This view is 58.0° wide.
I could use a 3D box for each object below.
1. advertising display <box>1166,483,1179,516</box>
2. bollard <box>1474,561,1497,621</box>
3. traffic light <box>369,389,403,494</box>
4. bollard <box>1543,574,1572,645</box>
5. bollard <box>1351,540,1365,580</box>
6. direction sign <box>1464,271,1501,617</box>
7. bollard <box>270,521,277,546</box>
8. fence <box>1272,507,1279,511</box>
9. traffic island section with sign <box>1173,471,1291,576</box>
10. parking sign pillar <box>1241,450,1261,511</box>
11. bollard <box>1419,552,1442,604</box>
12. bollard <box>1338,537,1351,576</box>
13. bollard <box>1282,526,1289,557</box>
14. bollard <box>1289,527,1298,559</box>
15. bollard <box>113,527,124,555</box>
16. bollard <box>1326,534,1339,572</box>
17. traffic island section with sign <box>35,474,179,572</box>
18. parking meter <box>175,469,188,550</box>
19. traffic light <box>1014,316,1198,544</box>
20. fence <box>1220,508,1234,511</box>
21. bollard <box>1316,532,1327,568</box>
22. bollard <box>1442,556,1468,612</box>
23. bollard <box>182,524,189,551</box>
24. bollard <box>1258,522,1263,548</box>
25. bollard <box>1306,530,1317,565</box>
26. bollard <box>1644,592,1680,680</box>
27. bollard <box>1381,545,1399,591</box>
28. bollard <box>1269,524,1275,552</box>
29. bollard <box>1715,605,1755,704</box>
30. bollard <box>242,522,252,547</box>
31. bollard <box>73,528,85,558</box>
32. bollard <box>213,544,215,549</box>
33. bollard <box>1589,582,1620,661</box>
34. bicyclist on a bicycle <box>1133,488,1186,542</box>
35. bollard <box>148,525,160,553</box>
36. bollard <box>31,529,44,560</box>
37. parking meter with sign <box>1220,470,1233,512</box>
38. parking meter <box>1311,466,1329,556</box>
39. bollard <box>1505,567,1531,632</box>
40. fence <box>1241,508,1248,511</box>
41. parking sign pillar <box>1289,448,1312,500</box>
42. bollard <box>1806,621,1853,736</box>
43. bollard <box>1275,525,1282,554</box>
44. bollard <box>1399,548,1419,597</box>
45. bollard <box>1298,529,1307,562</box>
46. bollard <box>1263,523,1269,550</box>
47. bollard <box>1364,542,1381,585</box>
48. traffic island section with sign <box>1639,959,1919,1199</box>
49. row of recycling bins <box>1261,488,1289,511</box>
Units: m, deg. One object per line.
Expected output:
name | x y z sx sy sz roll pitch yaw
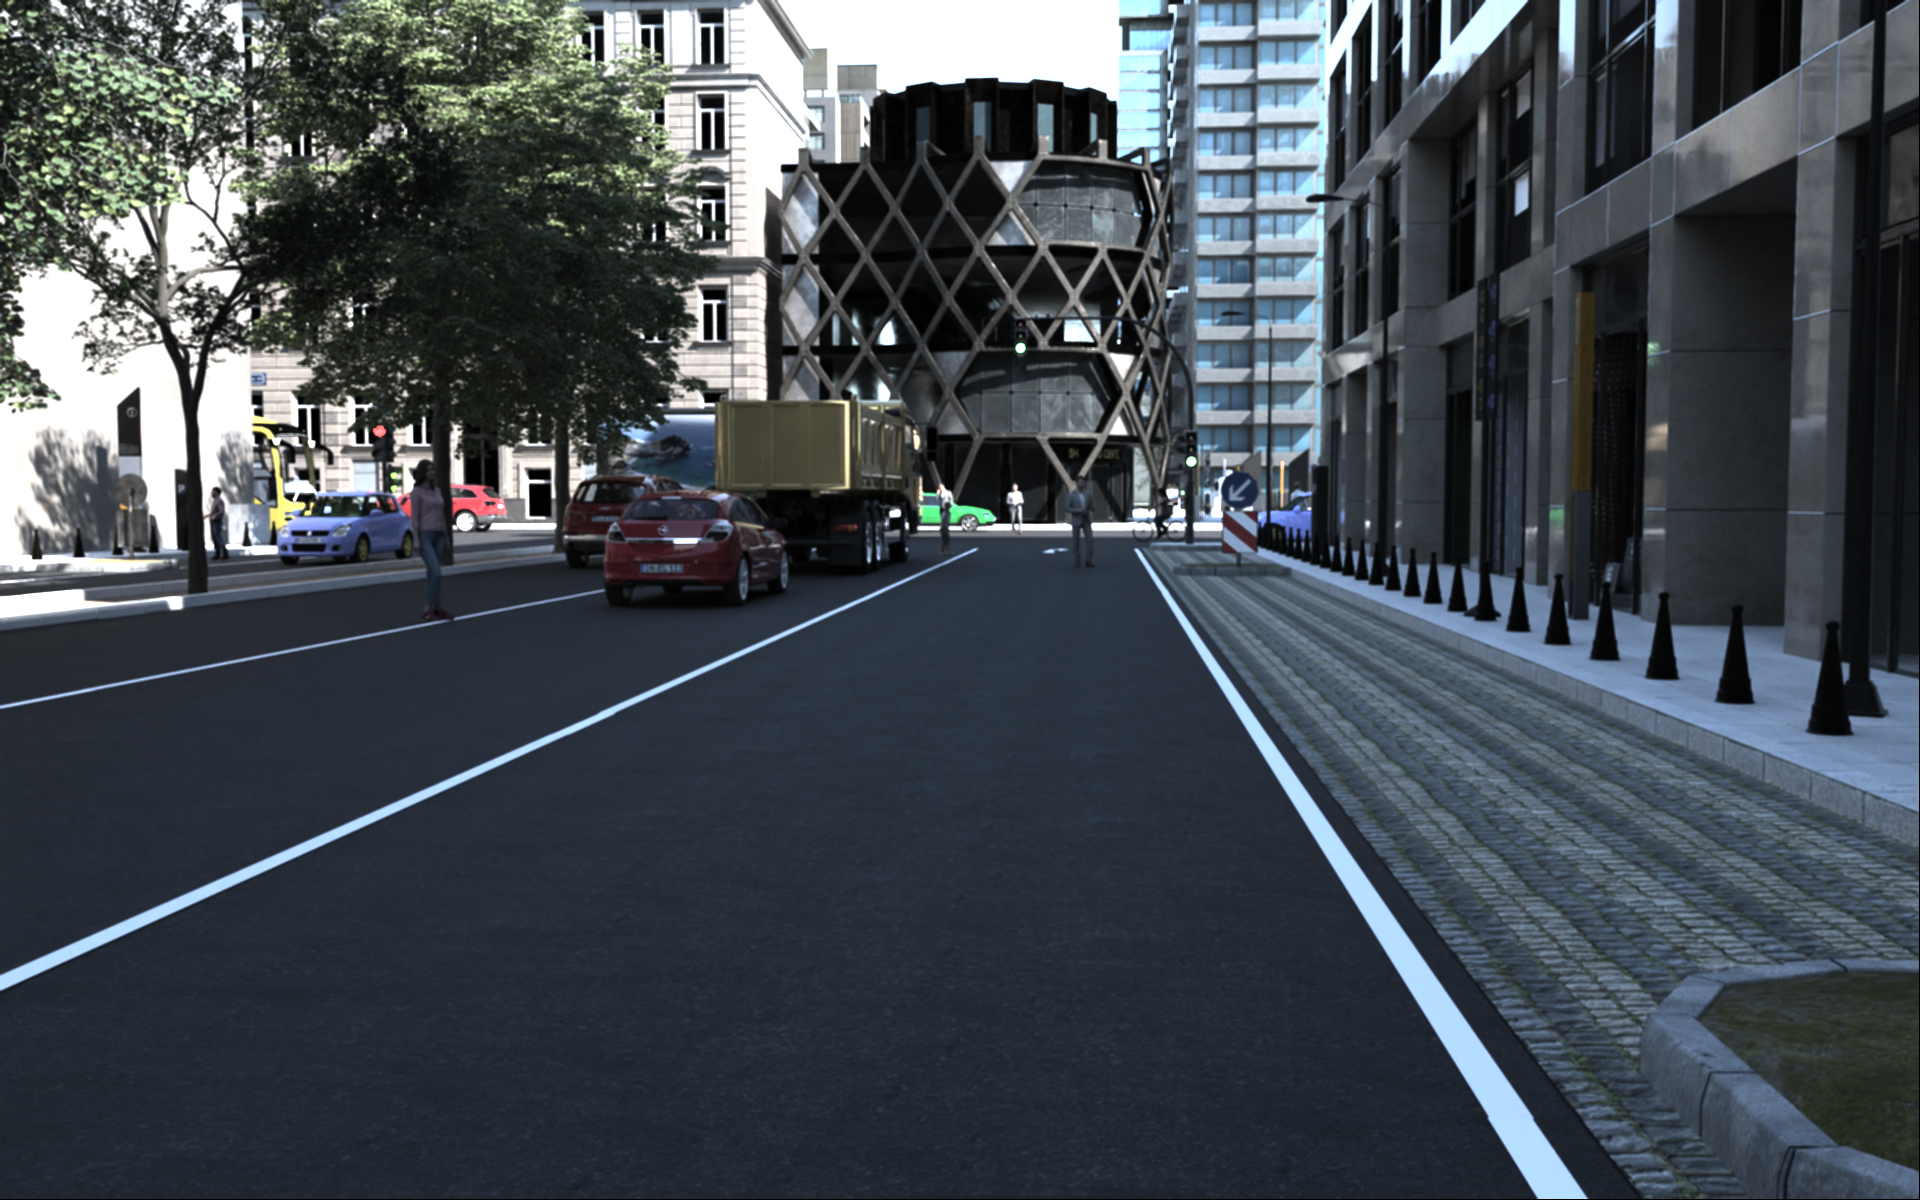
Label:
advertising display | 12.388 -5.921 102.017 0.974 1.923 0.123 0 4 2
bollard | 5.334 -0.093 17.569 0.229 0.601 0.229 0 3 0
traffic light | -15.275 -3.491 46.006 0.839 4.253 0.868 0 4 5
bollard | 5.112 0.076 14.801 0.229 0.601 0.229 0 3 0
bollard | 6.007 -0.601 25.862 0.229 0.601 0.229 0 3 0
direction sign | 5.489 -1.596 18.092 0.379 3.537 0.876 0 4 4
bollard | -17.143 -1.665 43.272 0.229 0.601 0.229 0 3 0
fence | 14.820 -4.017 81.060 0.278 0.683 2.069 -1 4 -20
traffic island section with sign | 4.821 -1.363 30.914 1.989 1.847 2.006 0 4 5
parking sign pillar | 17.709 -7.165 105.626 1.447 3.967 1.447 -2 4 -25
bollard | 5.556 -0.262 20.330 0.229 0.601 0.229 0 3 0
bollard | 6.119 -0.685 27.247 0.229 0.601 0.229 0 3 0
bollard | 6.785 -1.191 35.514 0.229 0.601 0.229 0 3 0
bollard | 6.674 -1.107 34.138 0.229 0.601 0.229 0 3 0
bollard | -17.702 -1.245 36.393 0.229 0.601 0.229 0 3 0
bollard | 6.231 -0.770 28.634 0.229 0.601 0.229 0 3 0
traffic island section with sign | -16.057 -1.485 32.914 1.989 1.847 2.006 0 4 5
parking meter | -17.864 -2.096 39.983 0.399 1.863 0.255 1 4 13
traffic light | 3.776 -4.262 44.345 4.771 5.953 1.251 0 4 5
fence | 17.963 -6.229 117.223 2.069 0.683 0.278 -1 4 -17
bollard | 6.346 -0.854 30.010 0.229 0.601 0.229 0 3 0
bollard | 5.450 -0.178 18.953 0.229 0.601 0.229 0 3 0
bollard | -17.476 -1.413 39.145 0.229 0.601 0.229 0 3 0
bollard | 7.230 -1.528 41.022 0.229 0.601 0.229 0 3 0
bollard | 6.452 -0.939 31.386 0.229 0.601 0.229 0 3 0
bollard | 4.888 0.245 12.041 0.229 0.601 0.229 0 3 0
bollard | 5.784 -0.432 23.105 0.229 0.601 0.229 0 3 0
bollard | 7.007 -1.360 38.270 0.229 0.601 0.229 0 3 0
bollard | 4.778 0.329 10.662 0.229 0.601 0.229 0 3 0
bollard | -17.256 -1.581 41.896 0.229 0.601 0.229 0 3 0
bollard | -17.810 -1.160 35.003 0.229 0.601 0.229 0 3 0
bollard | -17.367 -1.497 40.521 0.229 0.601 0.229 0 3 0
bollard | 5.002 0.160 13.420 0.229 0.601 0.229 0 3 0
bicyclist on a bicycle | 5.974 -2.555 51.802 1.625 1.676 1.499 0 4 6
bollard | -17.586 -1.329 37.769 0.229 0.601 0.229 0 3 0
bollard | -17.925 -1.075 33.622 0.229 0.601 0.229 0 3 0
parking meter with sign | 19.129 -7.845 124.527 0.543 3.016 1.738 2 4 25
parking meter | 7.507 -1.861 36.143 0.255 1.863 0.399 0 4 -6
bollard | 5.225 -0.009 16.193 0.229 0.601 0.229 0 3 0
fence | 14.908 -4.855 90.578 0.480 1.192 2.264 0 4 -5
parking sign pillar | 20.124 -6.973 102.485 1.447 3.967 1.447 3 5 41
bollard | 4.670 0.413 9.286 0.229 0.601 0.229 0 3 0
bollard | 6.897 -1.275 36.890 0.229 0.601 0.229 0 3 0
bollard | 5.674 -0.347 21.715 0.229 0.601 0.229 0 3 0
bollard | 6.565 -1.023 32.762 0.229 0.601 0.229 0 3 0
bollard | 7.119 -1.444 39.646 0.229 0.601 0.229 0 3 0
bollard | 5.892 -0.516 24.486 0.229 0.601 0.229 0 3 0
traffic island section with sign | 2.629 0.301 3.707 1.989 1.847 2.006 0 4 5
row of recycling bins | 23.260 -7.325 126.868 3.534 1.692 1.069 1 4 8
